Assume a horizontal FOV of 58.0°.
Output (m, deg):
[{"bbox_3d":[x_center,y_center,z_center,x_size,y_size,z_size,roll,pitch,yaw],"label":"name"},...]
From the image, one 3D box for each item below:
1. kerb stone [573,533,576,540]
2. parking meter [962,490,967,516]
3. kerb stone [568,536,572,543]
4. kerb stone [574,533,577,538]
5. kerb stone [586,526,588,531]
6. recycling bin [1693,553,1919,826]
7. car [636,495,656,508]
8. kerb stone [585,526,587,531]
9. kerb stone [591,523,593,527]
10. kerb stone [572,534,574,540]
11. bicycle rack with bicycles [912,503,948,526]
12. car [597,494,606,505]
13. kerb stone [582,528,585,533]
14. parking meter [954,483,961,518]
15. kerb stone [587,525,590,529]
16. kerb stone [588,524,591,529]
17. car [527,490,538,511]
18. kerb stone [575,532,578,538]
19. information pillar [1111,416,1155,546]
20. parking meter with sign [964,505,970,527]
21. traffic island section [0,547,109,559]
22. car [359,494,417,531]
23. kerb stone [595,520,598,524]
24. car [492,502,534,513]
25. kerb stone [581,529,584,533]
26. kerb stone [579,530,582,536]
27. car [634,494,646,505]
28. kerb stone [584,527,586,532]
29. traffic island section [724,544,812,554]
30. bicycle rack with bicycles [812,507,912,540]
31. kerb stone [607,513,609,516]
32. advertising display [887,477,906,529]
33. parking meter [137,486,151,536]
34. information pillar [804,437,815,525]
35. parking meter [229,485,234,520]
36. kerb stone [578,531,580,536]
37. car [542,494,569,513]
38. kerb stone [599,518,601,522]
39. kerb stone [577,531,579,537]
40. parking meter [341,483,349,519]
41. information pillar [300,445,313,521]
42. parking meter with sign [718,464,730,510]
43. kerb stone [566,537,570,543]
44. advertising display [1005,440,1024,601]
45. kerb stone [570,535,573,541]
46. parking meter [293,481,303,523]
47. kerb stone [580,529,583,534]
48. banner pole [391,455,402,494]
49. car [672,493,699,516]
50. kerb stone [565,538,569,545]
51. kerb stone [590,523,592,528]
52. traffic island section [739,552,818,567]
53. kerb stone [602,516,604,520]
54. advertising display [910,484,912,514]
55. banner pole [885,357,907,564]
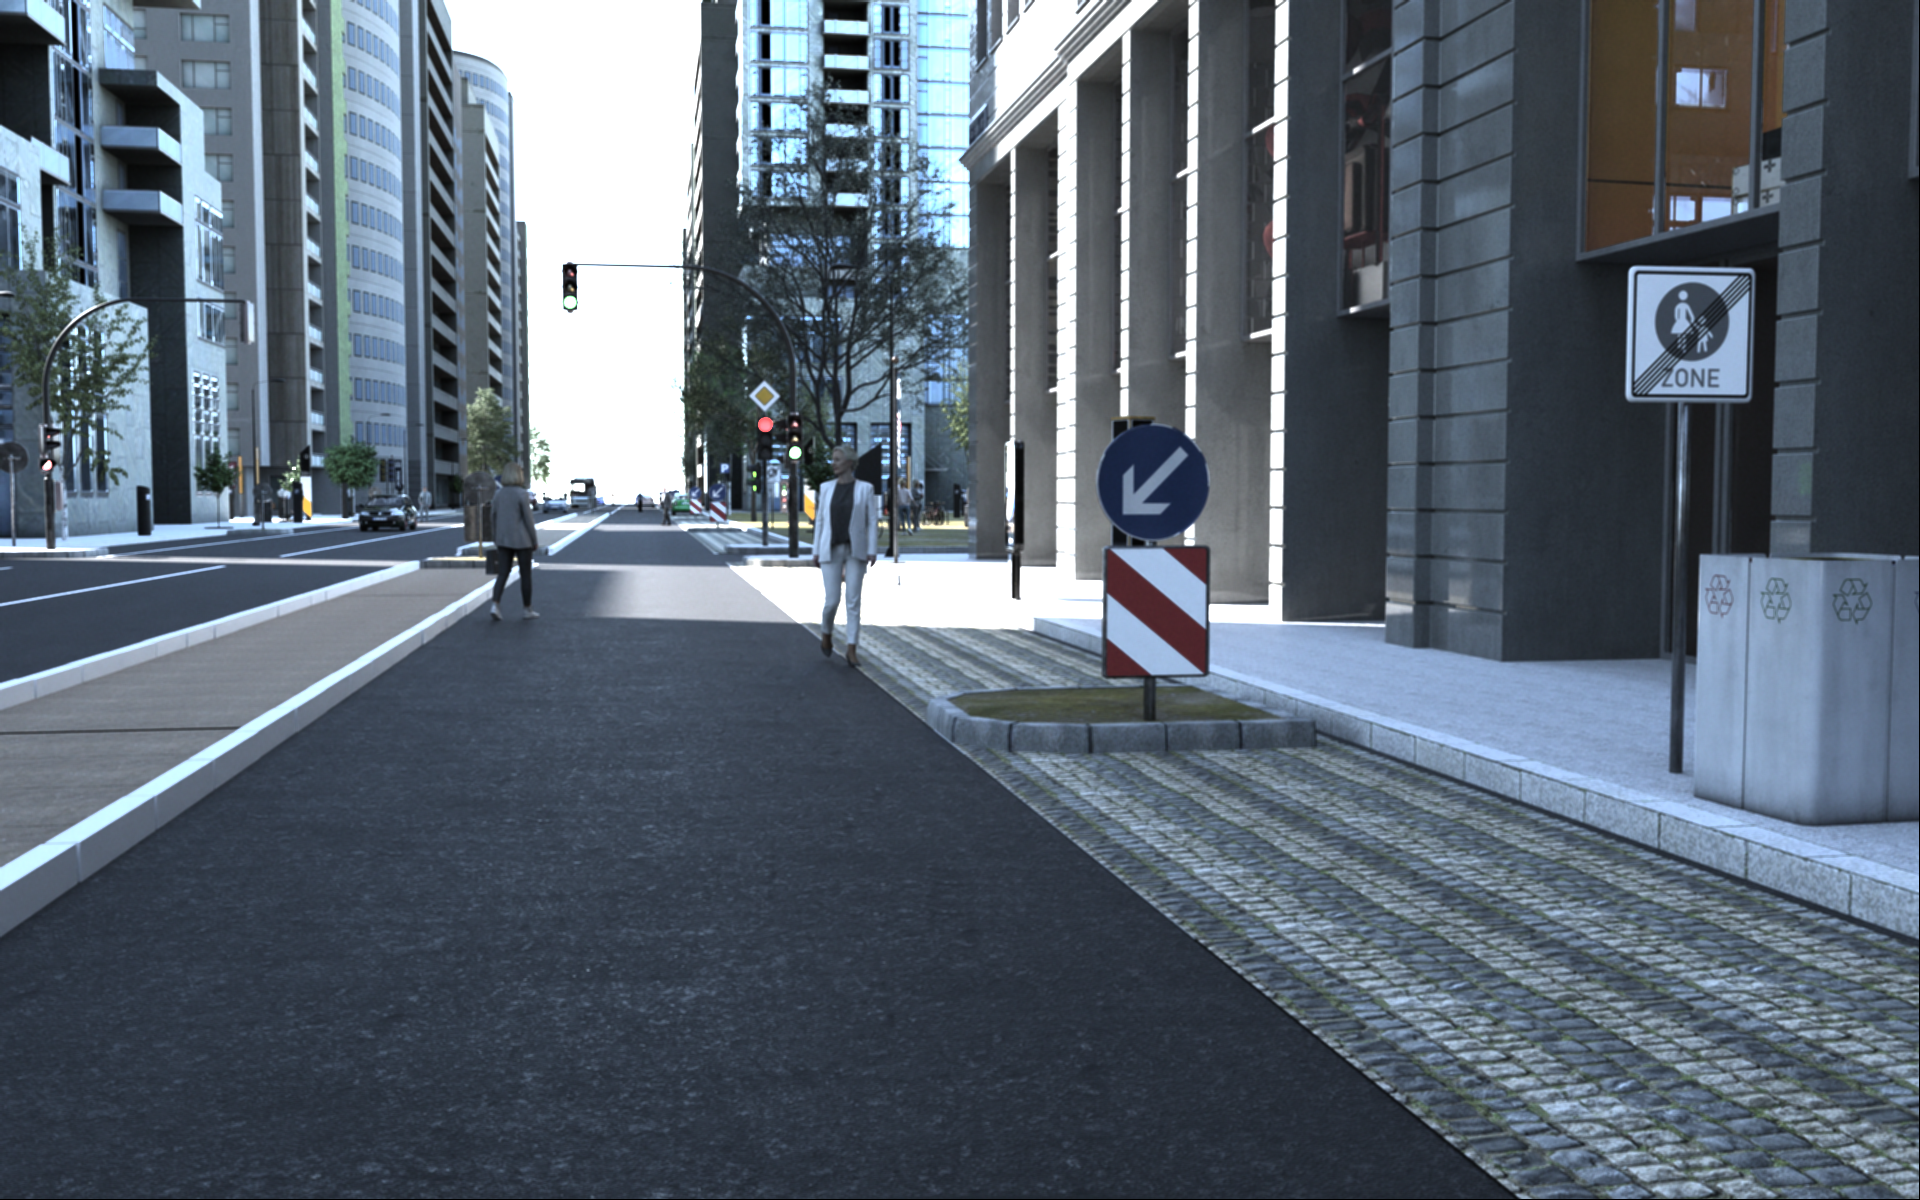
[{"bbox_3d":[-11.859,-1.869,52.750,0.120,0.150,1.000,-1,4,-10],"label":"kerb stone"},{"bbox_3d":[0.274,-5.631,100.480,0.372,1.533,0.369,0,3,0],"label":"parking meter"},{"bbox_3d":[-11.304,-1.684,49.722,0.120,0.150,1.000,-1,4,-10],"label":"kerb stone"},{"bbox_3d":[-12.051,-1.930,53.755,0.120,0.150,1.000,-1,4,-10],"label":"kerb stone"},{"bbox_3d":[-14.096,-2.609,64.849,0.120,0.150,1.000,-1,4,-10],"label":"kerb stone"},{"bbox_3d":[3.528,0.335,7.072,0.722,1.027,0.722,-1,4,-13],"label":"recycling bin"},{"bbox_3d":[-33.383,-10.498,183.996,2.083,1.381,4.827,-1,4,-11],"label":"car"},{"bbox_3d":[-13.912,-2.547,63.841,0.120,0.150,1.000,-1,4,-10],"label":"kerb stone"},{"bbox_3d":[-15.211,-2.979,70.909,0.120,0.150,1.000,-1,4,-10],"label":"kerb stone"},{"bbox_3d":[-11.673,-1.806,51.733,0.120,0.150,1.000,-1,4,-10],"label":"kerb stone"},{"bbox_3d":[-1.517,-3.498,70.573,2.852,0.926,2.925,2,4,34],"label":"bicycle rack with bicycles"},{"bbox_3d":[-46.686,-13.081,223.472,1.945,1.707,3.694,-1,4,-8],"label":"car"},{"bbox_3d":[-13.350,-2.356,60.828,0.120,0.150,1.000,-1,4,-10],"label":"kerb stone"},{"bbox_3d":[-0.138,-5.371,93.524,0.399,1.863,0.255,0,4,5],"label":"parking meter"},{"bbox_3d":[-14.474,-2.732,66.868,0.120,0.150,1.000,-1,4,-10],"label":"kerb stone"},{"bbox_3d":[-14.647,-2.788,67.875,0.120,0.150,1.000,-1,4,-10],"label":"kerb stone"},{"bbox_3d":[-38.168,-8.771,152.086,2.281,1.827,5.304,-1,4,-10],"label":"car"},{"bbox_3d":[-12.229,-1.992,54.761,0.120,0.150,1.000,-1,4,-10],"label":"kerb stone"},{"bbox_3d":[1.651,-0.740,16.596,0.304,2.012,0.304,-2,4,-31],"label":"information pillar"},{"bbox_3d":[0.933,-4.299,66.544,1.738,3.016,0.543,3,4,37],"label":"parking meter with sign"},{"bbox_3d":[-20.964,-1.079,39.916,2.009,0.180,2.903,-1,4,-10],"label":"traffic island section"},{"bbox_3d":[-22.511,-3.573,68.204,2.009,1.686,4.222,-1,4,-9],"label":"car"},{"bbox_3d":[-16.505,-3.411,77.962,0.120,0.150,1.000,-1,4,-10],"label":"kerb stone"},{"bbox_3d":[-21.938,-4.606,85.094,2.009,1.686,4.222,-1,4,-11],"label":"car"},{"bbox_3d":[-13.164,-2.301,59.822,0.120,0.150,1.000,-1,4,-10],"label":"kerb stone"},{"bbox_3d":[-12.791,-2.177,57.793,0.120,0.150,1.000,-1,4,-10],"label":"kerb stone"},{"bbox_3d":[-40.692,-12.935,221.075,1.945,1.707,3.694,-1,4,-11],"label":"car"},{"bbox_3d":[-13.727,-2.480,62.837,0.120,0.150,1.000,-1,4,-10],"label":"kerb stone"},{"bbox_3d":[-4.794,-1.260,42.883,2.009,0.180,2.903,-1,4,-10],"label":"traffic island section"},{"bbox_3d":[-3.216,-2.193,49.235,2.852,0.926,2.925,1,4,14],"label":"bicycle rack with bicycles"},{"bbox_3d":[-21.350,-5.011,104.177,0.120,0.150,1.000,-1,4,-10],"label":"kerb stone"},{"bbox_3d":[-2.368,-3.635,64.643,0.123,1.923,0.974,3,4,36],"label":"advertising display"},{"bbox_3d":[-25.219,-2.759,53.520,0.372,1.533,0.369,0,3,0],"label":"parking meter"},{"bbox_3d":[-6.168,-4.879,71.124,0.504,3.616,0.183,2,4,31],"label":"information pillar"},{"bbox_3d":[-36.342,-4.926,86.244,0.399,1.863,0.255,-2,4,-25],"label":"parking meter"},{"bbox_3d":[-12.606,-2.116,56.785,0.120,0.150,1.000,-1,4,-10],"label":"kerb stone"},{"bbox_3d":[-30.983,-7.382,132.690,2.014,1.417,4.499,-1,4,-11],"label":"car"},{"bbox_3d":[-17.624,-3.781,84.017,0.120,0.150,1.000,-1,4,-10],"label":"kerb stone"},{"bbox_3d":[-12.420,-2.054,55.776,0.120,0.150,1.000,-1,4,-10],"label":"kerb stone"},{"bbox_3d":[-31.425,-5.064,88.515,0.255,1.863,0.399,0,4,-6],"label":"parking meter"},{"bbox_3d":[-31.114,-5.568,82.397,0.504,3.616,0.183,0,4,4],"label":"information pillar"},{"bbox_3d":[-13.620,-6.324,99.660,0.543,3.016,1.738,-1,4,-14],"label":"parking meter with sign"},{"bbox_3d":[-11.118,-1.622,48.717,0.120,0.150,1.000,-1,4,-10],"label":"kerb stone"},{"bbox_3d":[0.666,-0.979,21.225,0.123,1.923,0.974,0,4,-5],"label":"advertising display"},{"bbox_3d":[-11.487,-1.742,50.727,0.120,0.150,1.000,-1,4,-10],"label":"kerb stone"},{"bbox_3d":[-29.508,-4.375,77.237,0.399,1.863,0.255,0,4,-5],"label":"parking meter"},{"bbox_3d":[-12.975,-2.239,58.803,0.120,0.150,1.000,-1,4,-10],"label":"kerb stone"},{"bbox_3d":[-36.265,-7.422,111.370,0.863,3.779,0.401,0,4,1],"label":"banner pole"},{"bbox_3d":[-18.233,-6.485,114.833,1.959,1.807,4.718,-1,4,-10],"label":"car"},{"bbox_3d":[-10.930,-1.561,47.712,0.120,0.150,1.000,-1,4,-10],"label":"kerb stone"},{"bbox_3d":[-15.024,-2.917,69.896,0.120,0.150,1.000,-1,4,-10],"label":"kerb stone"},{"bbox_3d":[-3.345,-0.780,35.030,2.009,0.180,2.903,-1,4,-10],"label":"traffic island section"},{"bbox_3d":[-18.929,-4.210,91.074,0.120,0.150,1.000,-1,4,-10],"label":"kerb stone"},{"bbox_3d":[-3.289,-6.614,113.358,0.974,1.923,0.123,3,5,42],"label":"advertising display"},{"bbox_3d":[-1.132,-2.531,31.405,0.401,3.779,0.863,-1,4,-11],"label":"banner pole"}]
